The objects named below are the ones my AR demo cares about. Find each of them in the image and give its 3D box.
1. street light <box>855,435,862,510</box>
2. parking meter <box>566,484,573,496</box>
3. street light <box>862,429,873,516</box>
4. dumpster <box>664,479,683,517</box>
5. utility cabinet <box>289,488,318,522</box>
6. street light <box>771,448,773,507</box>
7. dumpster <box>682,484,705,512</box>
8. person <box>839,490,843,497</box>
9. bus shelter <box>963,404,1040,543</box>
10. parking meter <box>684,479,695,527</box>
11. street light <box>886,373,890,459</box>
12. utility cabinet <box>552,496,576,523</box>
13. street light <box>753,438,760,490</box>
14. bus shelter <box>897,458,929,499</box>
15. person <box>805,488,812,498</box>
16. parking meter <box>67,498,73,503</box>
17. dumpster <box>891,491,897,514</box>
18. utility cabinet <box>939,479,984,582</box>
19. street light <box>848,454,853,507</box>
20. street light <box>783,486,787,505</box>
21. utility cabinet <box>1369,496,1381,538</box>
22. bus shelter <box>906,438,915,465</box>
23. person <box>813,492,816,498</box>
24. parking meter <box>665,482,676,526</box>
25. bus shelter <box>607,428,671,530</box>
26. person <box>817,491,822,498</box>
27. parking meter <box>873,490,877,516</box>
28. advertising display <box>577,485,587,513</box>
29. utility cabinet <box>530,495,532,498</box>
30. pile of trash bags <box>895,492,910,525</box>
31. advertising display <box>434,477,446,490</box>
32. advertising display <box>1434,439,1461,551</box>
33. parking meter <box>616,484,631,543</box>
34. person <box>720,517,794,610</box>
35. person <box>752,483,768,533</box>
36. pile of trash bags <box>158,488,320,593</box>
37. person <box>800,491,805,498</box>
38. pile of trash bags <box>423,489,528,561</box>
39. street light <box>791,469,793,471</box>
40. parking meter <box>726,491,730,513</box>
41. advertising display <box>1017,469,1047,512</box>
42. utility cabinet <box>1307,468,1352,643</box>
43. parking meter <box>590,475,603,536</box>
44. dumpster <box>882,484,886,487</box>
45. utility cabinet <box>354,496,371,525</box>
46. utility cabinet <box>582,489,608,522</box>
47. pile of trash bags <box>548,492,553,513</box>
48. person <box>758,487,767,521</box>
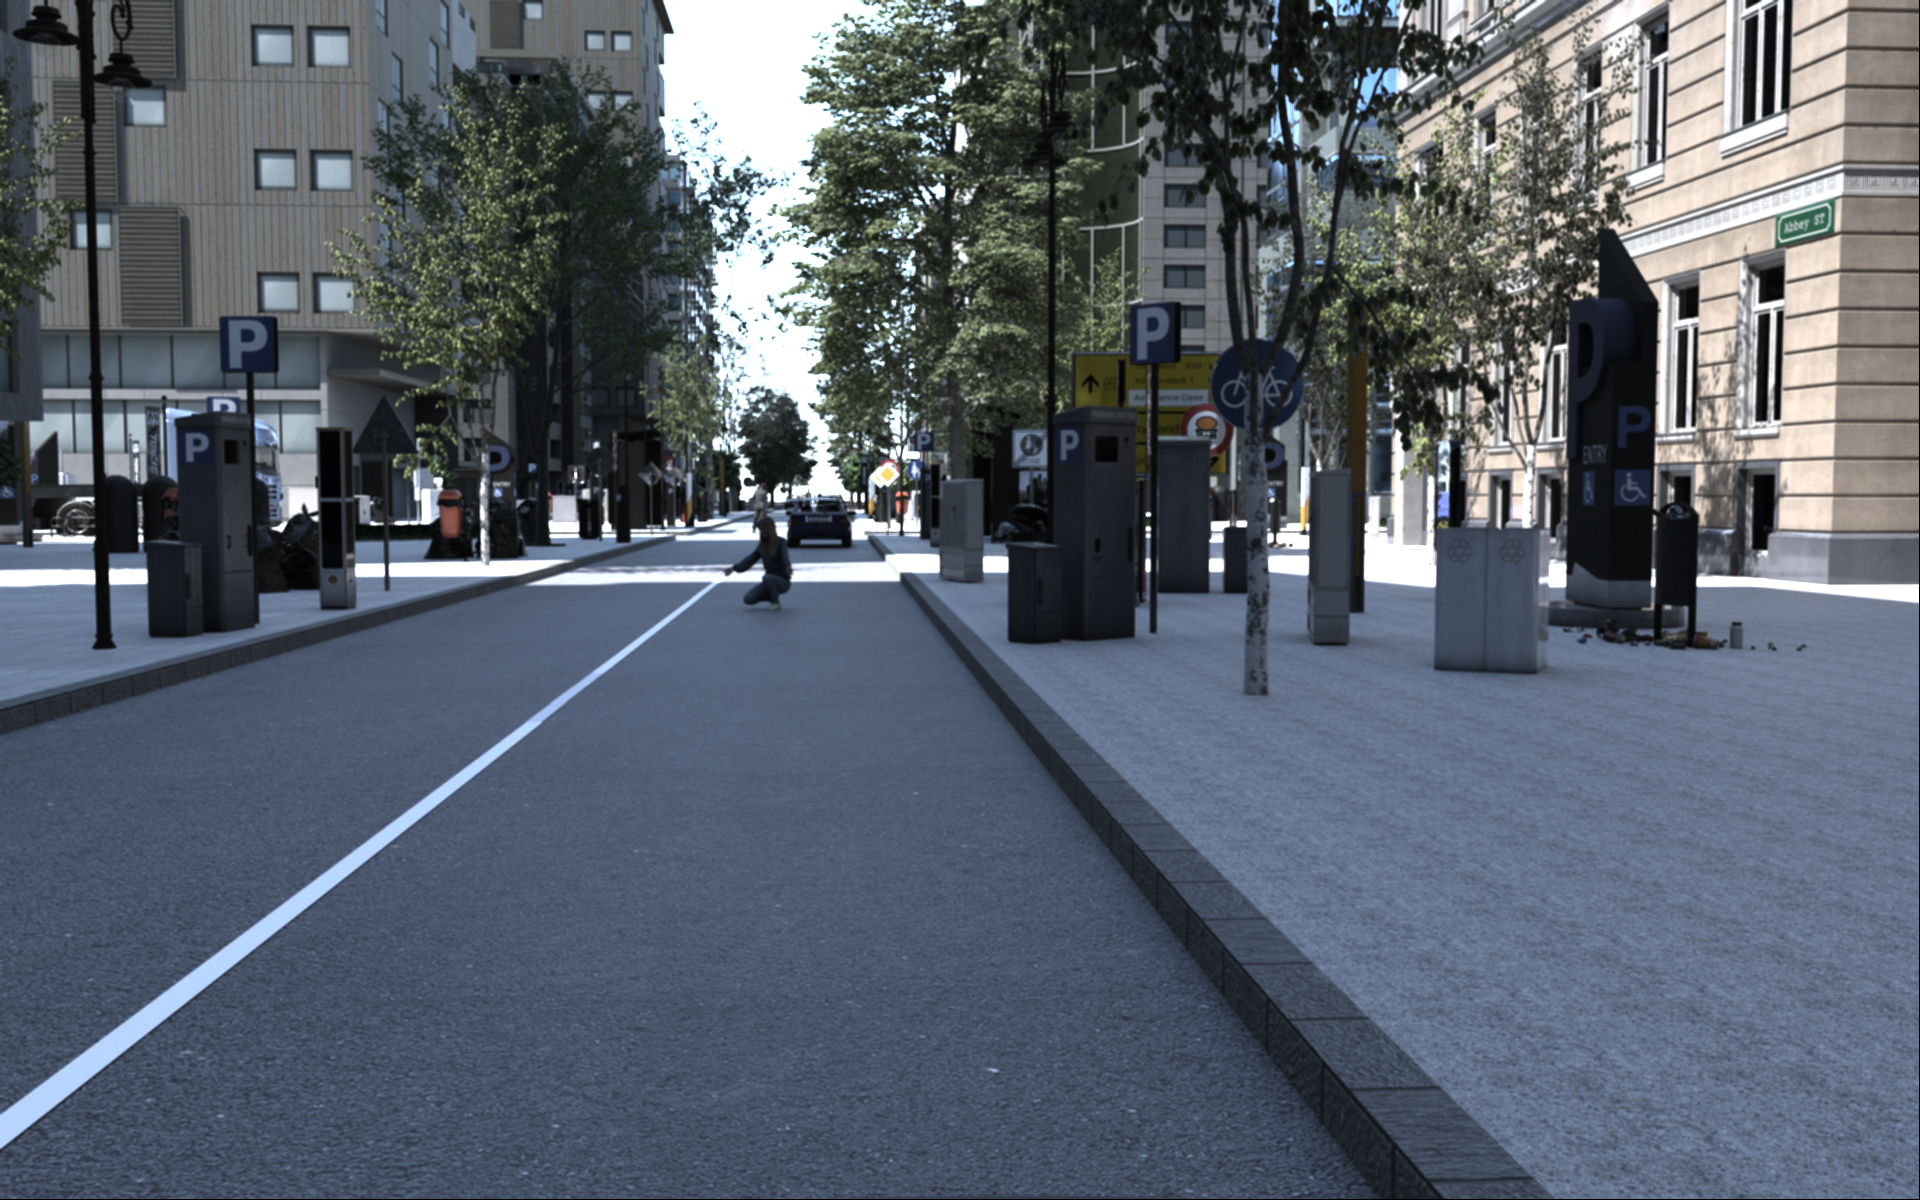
[{"bbox_3d":[-7.830,-9.946,135.398,0.468,5.910,1.993,0,4,-4],"label":"street light"},{"bbox_3d":[-22.179,-5.669,98.405,0.399,1.863,0.255,-1,4,-18],"label":"parking meter"},{"bbox_3d":[-5.249,-7.794,100.224,0.468,5.910,1.993,0,4,-4],"label":"street light"},{"bbox_3d":[-16.525,-5.876,98.565,1.502,2.255,1.985,0,4,-4],"label":"dumpster"},{"bbox_3d":[-24.769,-3.481,65.594,1.173,1.500,0.318,0,4,1],"label":"utility cabinet"},{"bbox_3d":[-18.781,-12.238,172.874,0.468,5.910,1.993,0,4,-4],"label":"street light"},{"bbox_3d":[-15.065,-5.631,97.817,1.264,1.857,1.865,0,4,-4],"label":"dumpster"},{"bbox_3d":[-8.955,-7.310,129.028,0.512,1.701,0.522,1,4,18],"label":"person"},{"bbox_3d":[1.093,-3.471,48.036,1.731,3.624,6.357,0,4,-4],"label":"bus shelter"},{"bbox_3d":[-10.674,-3.825,68.247,0.399,1.863,0.255,0,4,1],"label":"parking meter"},{"bbox_3d":[-2.647,-5.643,65.051,0.468,5.910,1.993,0,4,-4],"label":"street light"},{"bbox_3d":[-17.306,-3.950,75.746,1.020,1.237,0.306,-1,4,-12],"label":"utility cabinet"},{"bbox_3d":[-16.149,-10.080,137.603,0.468,5.910,1.993,0,4,-4],"label":"street light"},{"bbox_3d":[-2.941,-6.502,100.232,2.014,3.302,5.546,0,4,-4],"label":"bus shelter"},{"bbox_3d":[-9.833,-6.354,112.411,0.581,1.822,0.654,0,4,-3],"label":"person"},{"bbox_3d":[-31.465,-3.217,61.014,0.372,1.533,0.369,0,3,0],"label":"parking meter"},{"bbox_3d":[-3.348,-5.202,90.804,1.264,1.857,1.865,0,4,-4],"label":"dumpster"},{"bbox_3d":[0.003,-1.028,25.488,0.318,1.500,1.173,-1,4,-19],"label":"utility cabinet"},{"bbox_3d":[-10.919,-12.452,176.384,0.468,5.910,1.993,0,4,-4],"label":"street light"},{"bbox_3d":[-22.200,-15.178,220.947,0.468,5.910,1.993,0,4,-4],"label":"street light"},{"bbox_3d":[12.190,-2.436,50.985,0.306,1.237,1.020,1,4,11],"label":"utility cabinet"},{"bbox_3d":[-3.683,-8.496,116.547,2.179,5.291,8.768,0,4,-4],"label":"bus shelter"},{"bbox_3d":[-22.628,-15.942,269.705,0.434,1.755,0.990,0,4,-3],"label":"person"},{"bbox_3d":[-11.583,-3.890,69.308,0.399,1.863,0.255,0,4,-8],"label":"parking meter"},{"bbox_3d":[-11.957,-4.505,64.935,1.731,3.624,6.357,0,4,-4],"label":"bus shelter"},{"bbox_3d":[-15.058,-10.890,187.079,0.617,1.759,0.750,2,4,28],"label":"person"},{"bbox_3d":[-4.945,-5.753,102.478,0.372,1.533,0.369,0,3,0],"label":"parking meter"},{"bbox_3d":[-25.944,-6.986,119.432,0.974,1.923,0.123,-1,4,-17],"label":"advertising display"},{"bbox_3d":[-25.434,-5.703,104.399,1.020,1.237,0.306,2,4,24],"label":"utility cabinet"},{"bbox_3d":[-0.998,-3.802,71.916,3.447,1.369,1.912,-1,4,-10],"label":"pile of trash bags"},{"bbox_3d":[-19.516,-3.630,64.572,0.974,1.923,0.123,3,4,37],"label":"advertising display"},{"bbox_3d":[5.868,-0.959,20.887,0.123,1.923,0.974,0,4,5],"label":"advertising display"},{"bbox_3d":[-8.920,-2.291,45.866,0.372,1.533,0.369,0,3,0],"label":"parking meter"},{"bbox_3d":[-2.347,-0.452,21.389,1.012,1.151,0.738,3,4,39],"label":"person"},{"bbox_3d":[-7.375,-3.398,63.859,0.655,1.846,0.447,1,4,14],"label":"person"},{"bbox_3d":[-10.040,-0.857,23.760,3.447,1.369,1.912,3,5,40],"label":"pile of trash bags"},{"bbox_3d":[-20.629,-13.393,227.562,1.348,1.812,0.705,1,4,12],"label":"person"},{"bbox_3d":[-9.746,-1.508,34.404,1.912,1.369,3.447,0,4,-3],"label":"pile of trash bags"},{"bbox_3d":[-24.893,-17.356,256.553,0.468,5.910,1.993,0,4,-4],"label":"street light"},{"bbox_3d":[-15.825,-6.669,117.456,0.372,1.533,0.369,0,3,0],"label":"parking meter"},{"bbox_3d":[1.949,-2.399,44.430,0.974,1.923,0.123,1,4,22],"label":"advertising display"},{"bbox_3d":[3.222,-0.399,15.198,0.318,1.500,1.173,1,4,9],"label":"utility cabinet"},{"bbox_3d":[-11.098,-2.888,52.927,0.399,1.863,0.255,-1,4,-14],"label":"parking meter"},{"bbox_3d":[-3.686,-5.644,94.769,1.502,2.255,1.985,0,4,-4],"label":"dumpster"},{"bbox_3d":[-24.250,-3.588,69.828,0.306,1.237,1.020,2,4,29],"label":"utility cabinet"},{"bbox_3d":[-16.780,-4.349,79.785,1.173,1.500,0.318,0,3,0],"label":"utility cabinet"},{"bbox_3d":[-18.809,-3.840,72.538,3.447,1.369,1.912,-1,4,-8],"label":"pile of trash bags"},{"bbox_3d":[-8.809,-4.184,77.006,0.767,1.812,0.694,-1,4,-13],"label":"person"}]
